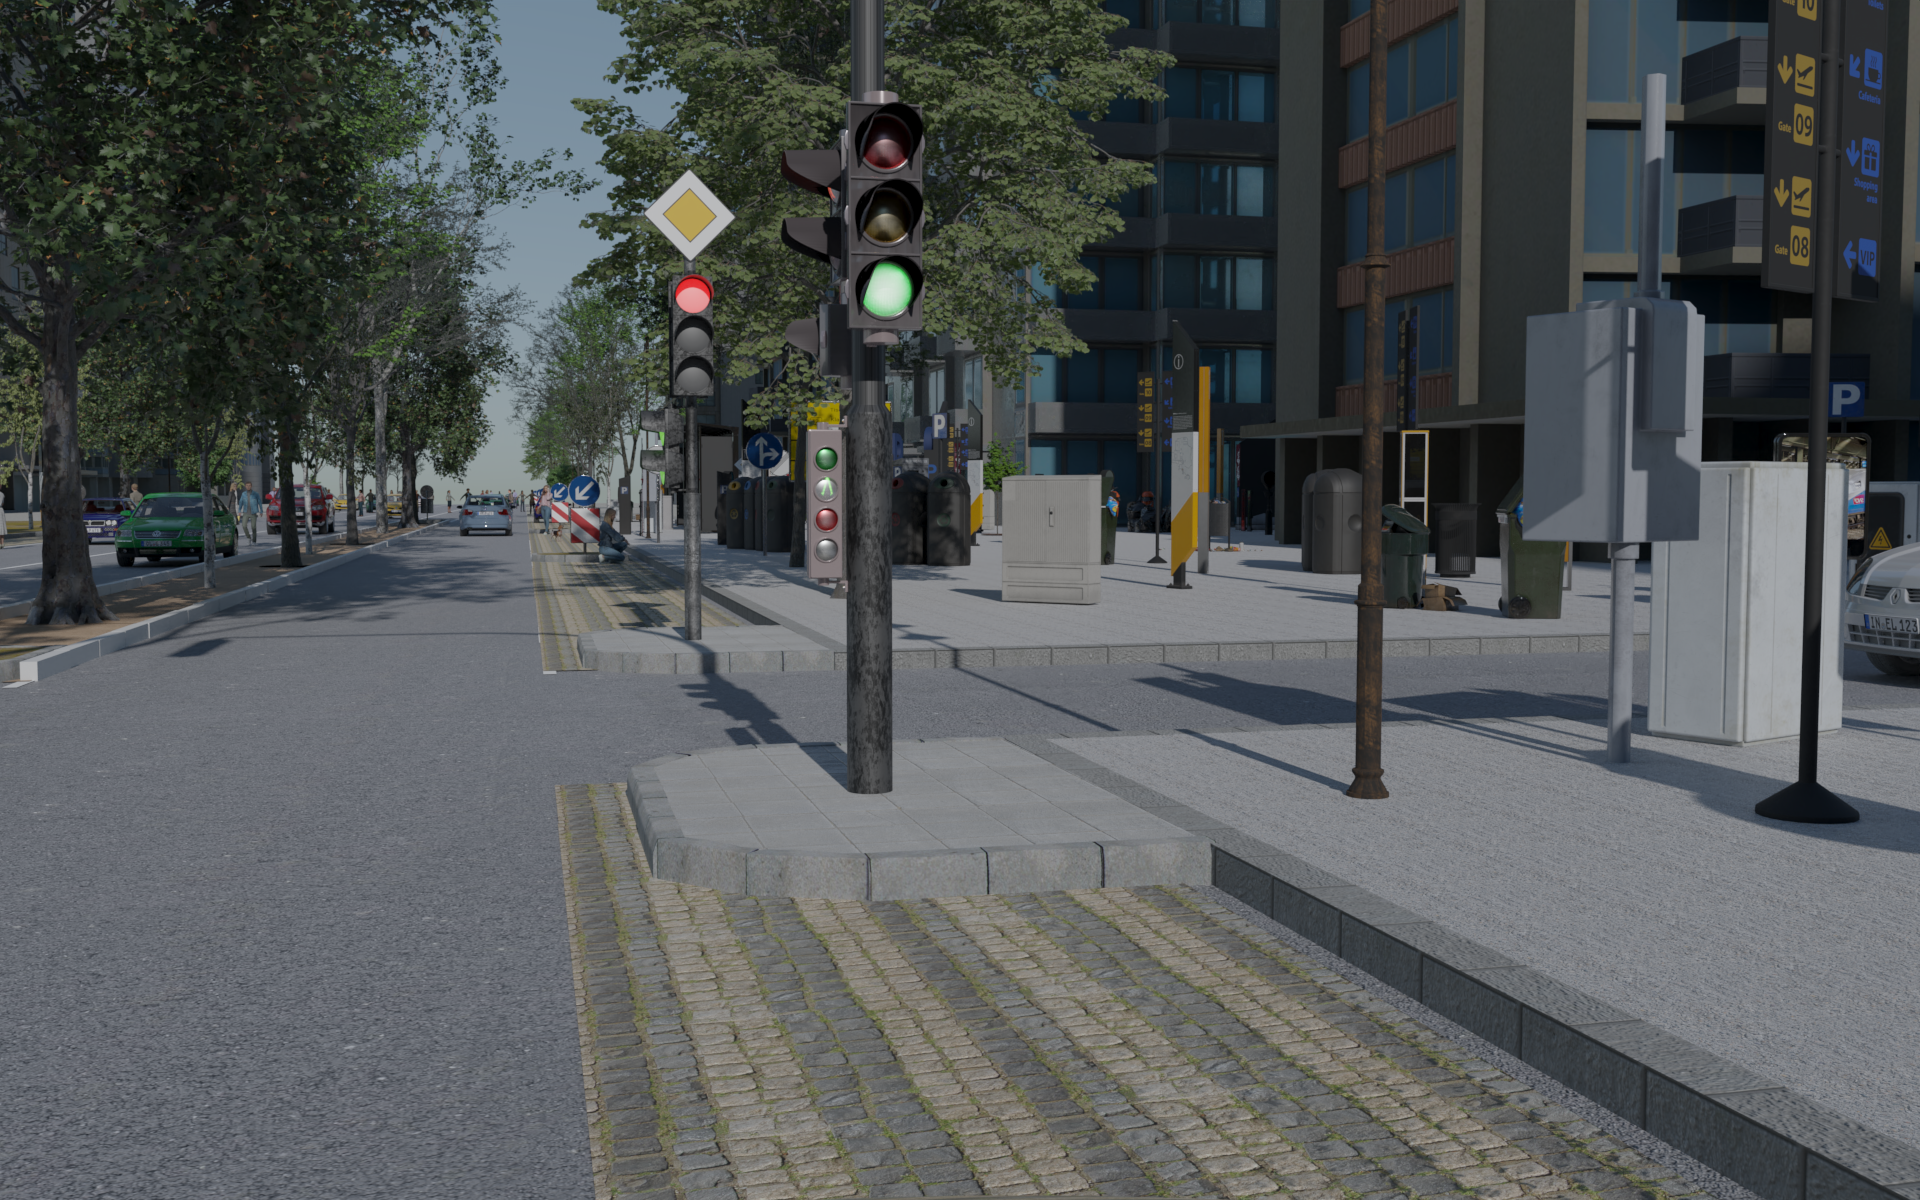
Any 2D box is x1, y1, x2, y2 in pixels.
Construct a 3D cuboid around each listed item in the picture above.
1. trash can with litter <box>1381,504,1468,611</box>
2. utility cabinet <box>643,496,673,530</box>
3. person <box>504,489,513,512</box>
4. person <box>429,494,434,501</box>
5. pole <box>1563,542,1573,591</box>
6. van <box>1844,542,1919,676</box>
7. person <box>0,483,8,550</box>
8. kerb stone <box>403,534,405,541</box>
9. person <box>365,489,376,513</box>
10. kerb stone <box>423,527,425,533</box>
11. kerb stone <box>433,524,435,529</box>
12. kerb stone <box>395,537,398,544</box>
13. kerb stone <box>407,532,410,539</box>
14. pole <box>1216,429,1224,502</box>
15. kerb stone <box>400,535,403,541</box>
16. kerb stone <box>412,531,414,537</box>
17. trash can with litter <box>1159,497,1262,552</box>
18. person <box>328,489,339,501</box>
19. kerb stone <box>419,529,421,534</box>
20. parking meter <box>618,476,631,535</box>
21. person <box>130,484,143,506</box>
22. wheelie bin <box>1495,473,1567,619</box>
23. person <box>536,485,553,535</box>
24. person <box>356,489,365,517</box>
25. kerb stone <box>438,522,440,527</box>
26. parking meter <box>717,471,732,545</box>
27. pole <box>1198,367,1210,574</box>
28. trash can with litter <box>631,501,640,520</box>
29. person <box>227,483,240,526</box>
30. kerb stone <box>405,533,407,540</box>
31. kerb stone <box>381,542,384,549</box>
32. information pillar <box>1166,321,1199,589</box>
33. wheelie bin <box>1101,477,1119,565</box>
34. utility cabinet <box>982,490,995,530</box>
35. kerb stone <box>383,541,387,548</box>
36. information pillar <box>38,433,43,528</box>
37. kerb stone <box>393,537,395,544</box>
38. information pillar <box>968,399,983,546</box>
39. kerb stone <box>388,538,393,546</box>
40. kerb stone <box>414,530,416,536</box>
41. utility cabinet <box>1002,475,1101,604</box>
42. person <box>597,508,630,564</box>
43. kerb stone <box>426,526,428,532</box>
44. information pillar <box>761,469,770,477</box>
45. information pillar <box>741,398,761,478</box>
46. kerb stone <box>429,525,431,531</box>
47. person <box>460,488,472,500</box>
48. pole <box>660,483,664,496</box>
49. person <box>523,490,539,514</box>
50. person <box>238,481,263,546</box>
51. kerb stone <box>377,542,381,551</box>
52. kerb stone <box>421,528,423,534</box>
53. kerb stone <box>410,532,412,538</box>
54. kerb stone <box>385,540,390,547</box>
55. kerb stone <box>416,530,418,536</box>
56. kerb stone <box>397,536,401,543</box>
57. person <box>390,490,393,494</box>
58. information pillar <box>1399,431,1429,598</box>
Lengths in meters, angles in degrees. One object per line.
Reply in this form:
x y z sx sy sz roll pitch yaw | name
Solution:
5.165 -0.487 19.344 0.624 1.170 1.055 -3 5 -44 | trash can with litter
-10.851 -3.127 62.291 1.020 1.237 0.306 -1 4 -22 | utility cabinet
-29.969 -6.468 114.785 0.750 1.759 0.617 0 4 -7 | person
-43.311 -8.151 141.770 0.705 1.824 1.348 0 4 8 | person
8.049 -1.781 22.960 0.158 3.312 0.155 0 3 0 | pole
8.883 -0.383 13.270 4.112 2.044 2.013 -1 4 -13 | van
-24.964 -2.186 44.805 0.524 1.755 0.480 0 4 2 | person
-16.986 -1.852 52.479 0.120 0.150 1.000 -1 4 -14 | kerb stone
-44.320 -7.450 130.328 1.348 1.821 0.705 1 4 16 | person
-19.483 -2.461 62.439 0.120 0.150 1.000 -1 4 -14 | kerb stone
-21.235 -2.887 69.398 0.120 0.150 1.000 -1 4 -14 | kerb stone
-16.235 -1.670 49.505 0.120 0.150 1.000 -1 4 -14 | kerb stone
-17.484 -1.974 54.466 0.120 0.150 1.000 -1 4 -14 | kerb stone
8.107 -3.678 53.979 0.158 3.312 0.155 0 3 0 | pole
-16.736 -1.792 51.488 0.120 0.150 1.000 -1 4 -14 | kerb stone
-17.985 -2.094 56.451 0.120 0.150 1.000 -1 4 -14 | kerb stone
5.570 -1.717 39.131 2.233 1.210 1.678 3 4 38 | trash can with litter
-45.284 -7.078 124.314 1.350 1.814 0.705 -1 4 -12 | person
-18.982 -2.338 60.429 0.120 0.150 1.000 -1 4 -14 | kerb stone
-10.601 -2.997 54.713 0.399 1.863 0.255 0 4 -6 | parking meter
-26.224 -2.812 55.032 0.362 1.759 0.519 1 4 23 | person
5.965 -0.618 18.014 0.693 1.594 0.980 0 4 8 | wheelie bin
-14.511 -3.158 60.725 0.593 1.750 0.643 1 4 23 | person
-38.311 -6.195 110.497 1.217 1.736 0.721 3 4 37 | person
-22.239 -3.130 73.377 0.120 0.150 1.000 -1 4 -14 | kerb stone
-5.920 -2.321 43.661 0.399 1.863 0.255 -1 4 -11 | parking meter
3.928 -2.082 27.880 0.158 3.312 0.155 0 3 0 | pole
-16.052 -4.503 85.006 1.055 1.170 0.624 0 4 -5 | trash can with litter
-23.964 -2.925 56.537 0.699 1.804 1.509 1 4 14 | person
-17.240 -1.911 53.474 0.120 0.150 1.000 -1 4 -14 | kerb stone
-14.984 -1.362 44.545 0.120 0.150 1.000 -1 4 -14 | kerb stone
3.016 -1.954 23.302 0.183 3.616 0.504 -2 4 -30 | information pillar
2.462 -1.444 31.513 0.980 1.594 0.693 2 4 26 | wheelie bin
0.690 -3.268 62.108 1.173 1.500 0.318 3 4 38 | utility cabinet
-15.242 -1.419 45.534 0.120 0.150 1.000 -1 4 -14 | kerb stone
-34.996 -4.567 66.029 0.183 3.616 0.504 -3 5 -39 | information pillar
-15.992 -1.610 48.512 0.120 0.150 1.000 -1 4 -14 | kerb stone
0.366 -3.135 42.610 0.183 3.616 0.504 -3 5 -41 | information pillar
-15.734 -1.549 47.518 0.120 0.150 1.000 -1 4 -14 | kerb stone
-18.233 -2.156 57.443 0.120 0.150 1.000 -1 4 -14 | kerb stone
1.059 -0.709 20.274 1.173 1.500 0.318 2 4 33 | utility cabinet
-7.031 -1.312 35.447 0.738 1.151 1.012 0 4 0 | person
-19.989 -2.580 64.423 0.120 0.150 1.000 -1 4 -14 | kerb stone
-5.457 -2.663 48.037 0.304 2.012 0.304 -2 4 -28 | information pillar
-5.140 -3.132 42.560 0.504 3.616 0.183 -2 4 -27 | information pillar
-20.486 -2.705 66.421 0.120 0.150 1.000 -1 4 -14 | kerb stone
-36.328 -7.331 127.989 1.348 1.869 0.705 -2 4 -33 | person
-14.910 -5.681 86.723 0.158 3.312 0.155 0 3 0 | pole
-28.394 -6.464 114.908 1.217 1.735 0.721 -2 4 -24 | person
-19.612 -2.388 47.889 0.601 1.785 0.444 0 4 -4 | person
-14.739 -1.306 43.553 0.120 0.150 1.000 -1 4 -14 | kerb stone
-19.237 -2.400 61.442 0.120 0.150 1.000 -1 4 -14 | kerb stone
-17.730 -2.034 55.458 0.120 0.150 1.000 -1 4 -14 | kerb stone
-15.495 -1.482 46.524 0.120 0.150 1.000 -1 4 -14 | kerb stone
-18.484 -2.216 58.444 0.120 0.150 1.000 -1 4 -14 | kerb stone
-16.481 -1.727 50.497 0.120 0.150 1.000 -1 4 -14 | kerb stone
-41.197 -7.112 125.497 1.217 1.735 0.721 0 4 -5 | person
5.285 -0.961 20.200 0.304 2.012 0.304 1 4 11 | information pillar
